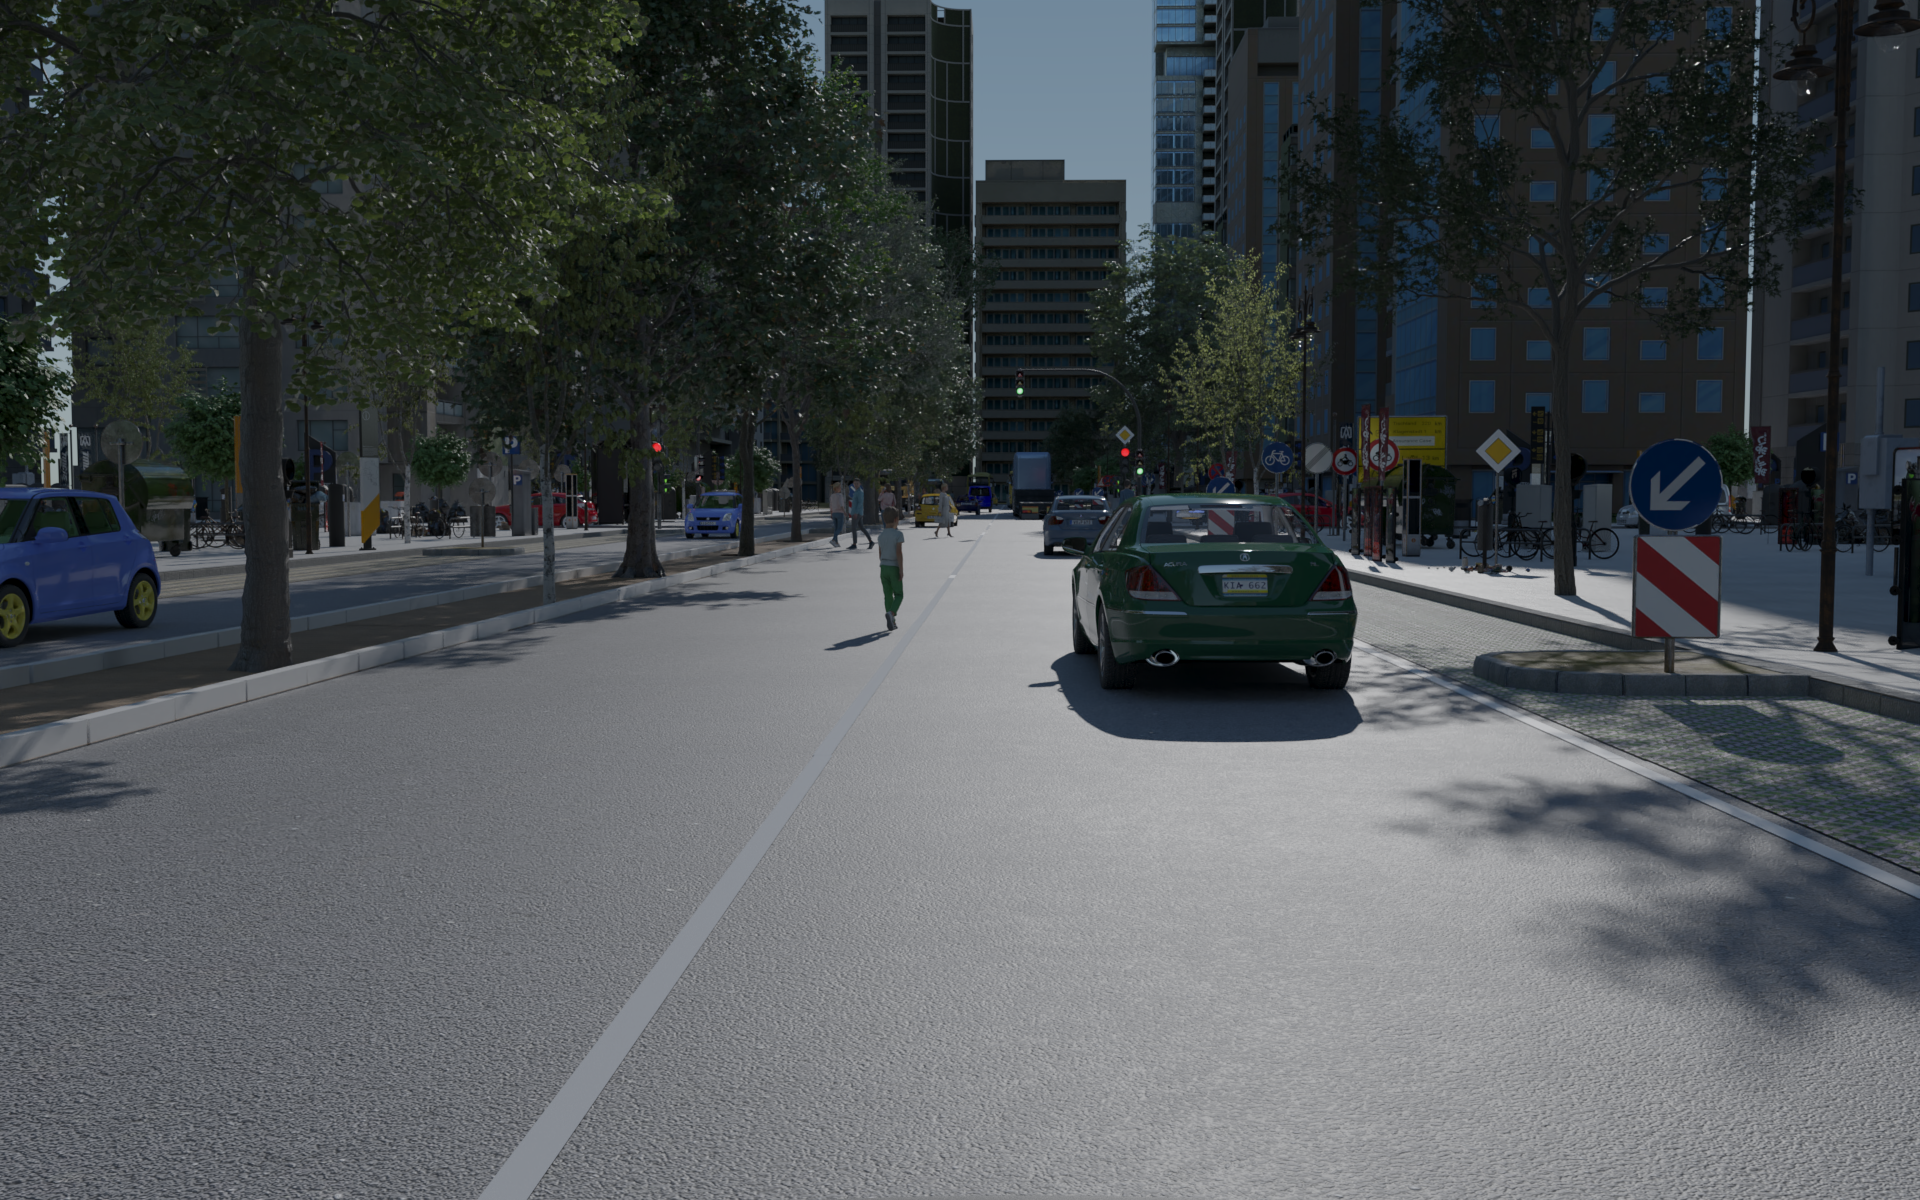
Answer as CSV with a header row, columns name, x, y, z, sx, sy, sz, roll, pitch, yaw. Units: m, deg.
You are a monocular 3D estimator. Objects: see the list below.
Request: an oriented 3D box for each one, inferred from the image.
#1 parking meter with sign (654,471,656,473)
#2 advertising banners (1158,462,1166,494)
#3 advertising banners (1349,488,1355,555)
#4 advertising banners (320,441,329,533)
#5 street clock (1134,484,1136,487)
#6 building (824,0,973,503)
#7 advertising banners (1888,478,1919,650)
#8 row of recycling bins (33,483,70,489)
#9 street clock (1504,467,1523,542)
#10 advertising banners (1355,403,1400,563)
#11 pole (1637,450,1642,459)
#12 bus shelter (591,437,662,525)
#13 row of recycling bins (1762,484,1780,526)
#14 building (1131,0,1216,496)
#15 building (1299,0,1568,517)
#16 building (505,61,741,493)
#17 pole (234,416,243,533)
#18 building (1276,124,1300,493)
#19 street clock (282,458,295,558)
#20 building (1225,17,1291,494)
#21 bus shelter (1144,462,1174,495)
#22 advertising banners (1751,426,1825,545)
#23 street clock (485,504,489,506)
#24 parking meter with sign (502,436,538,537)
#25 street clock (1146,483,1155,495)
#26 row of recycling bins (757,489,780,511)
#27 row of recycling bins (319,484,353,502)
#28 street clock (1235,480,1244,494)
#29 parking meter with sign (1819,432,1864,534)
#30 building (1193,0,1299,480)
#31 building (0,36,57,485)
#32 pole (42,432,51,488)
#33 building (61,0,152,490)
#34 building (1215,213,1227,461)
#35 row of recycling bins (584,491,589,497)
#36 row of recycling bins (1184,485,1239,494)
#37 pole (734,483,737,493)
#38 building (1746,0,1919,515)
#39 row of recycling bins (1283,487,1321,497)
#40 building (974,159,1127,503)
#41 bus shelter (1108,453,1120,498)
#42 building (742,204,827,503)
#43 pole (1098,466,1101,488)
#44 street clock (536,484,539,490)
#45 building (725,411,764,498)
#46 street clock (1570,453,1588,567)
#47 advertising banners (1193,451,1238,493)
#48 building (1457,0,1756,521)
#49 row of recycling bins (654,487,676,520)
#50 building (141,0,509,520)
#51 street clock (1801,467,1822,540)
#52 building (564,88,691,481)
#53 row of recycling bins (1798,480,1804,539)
name,x,y,z,sx,sy,sz,roll,pitch,yaw
parking meter with sign,-26.267,-9.154,145.930,0.543,3.016,1.738,0,4,4
advertising banners,11.733,-6.042,94.979,2.074,3.025,0.090,-1,4,-21
advertising banners,8.412,-2.411,35.614,0.090,3.025,2.074,0,4,-7
advertising banners,-21.287,-3.787,58.101,0.090,3.025,2.074,-1,4,-12
street clock,12.767,-7.389,125.386,0.471,2.002,0.358,0,4,-1
building,-8.513,-49.842,253.174,20.611,71.187,20.563,0,4,2
advertising banners,8.511,-1.132,14.700,2.074,3.025,0.090,-2,4,-34
row of recycling bins,-34.286,-3.478,63.982,3.534,1.692,1.069,1,4,22
street clock,14.889,-2.574,46.659,0.471,2.002,0.358,-2,4,-28
advertising banners,7.961,-2.248,32.936,0.090,3.025,2.074,0,4,-6
pole,31.660,-5.318,80.798,0.158,3.312,0.155,0,3,0
bus shelter,-14.322,-5.099,74.646,1.731,3.624,6.357,0,4,2
row of recycling bins,34.258,-3.910,71.037,3.534,1.692,1.069,-2,4,-31
building,39.688,-57.486,252.575,31.000,86.520,22.319,0,4,2
building,30.624,-28.476,115.686,14.600,45.320,14.200,0,4,2
building,-38.022,-36.193,181.001,28.713,52.752,27.495,0,4,2
pole,-18.893,-3.152,45.381,0.158,3.312,0.155,0,3,0
building,32.196,-22.417,138.214,14.160,30.474,14.107,0,4,2
street clock,-13.502,-1.841,34.676,0.358,2.002,0.471,0,4,2
building,33.101,-31.460,164.475,14.600,45.320,14.200,0,4,2
bus shelter,12.936,-7.202,111.678,2.014,3.302,5.546,0,4,2
advertising banners,21.114,-2.926,44.035,0.090,3.025,2.074,-3,5,-43
street clock,-24.139,-5.127,88.391,0.358,2.002,0.471,3,5,44
parking meter with sign,-13.406,-3.470,52.992,0.543,3.016,1.738,0,4,6
street clock,10.946,-5.798,99.369,0.471,2.002,0.358,2,4,35
row of recycling bins,-14.391,-7.556,130.661,1.069,1.692,3.534,1,4,12
row of recycling bins,-27.414,-4.031,73.014,3.534,1.692,1.069,-2,4,-31
street clock,14.682,-5.302,91.263,0.471,2.002,0.358,2,4,34
parking meter with sign,24.476,-3.161,47.948,0.543,3.016,1.738,0,4,-3
building,37.953,-46.313,195.469,20.563,71.187,20.611,0,4,2
building,-67.214,-33.755,93.895,28.212,58.520,21.231,0,4,2
pole,-29.934,-3.851,56.803,0.158,3.312,0.155,0,3,0
building,-42.268,-32.508,120.748,28.713,52.752,27.495,0,4,2
building,33.351,-24.943,179.516,14.160,30.474,14.107,0,4,2
row of recycling bins,-32.433,-8.542,146.772,3.534,1.692,1.069,1,4,19
row of recycling bins,12.588,-4.860,86.568,3.534,1.692,1.069,-3,4,-37
pole,-14.936,-7.433,115.378,0.158,3.312,0.155,0,3,0
building,61.256,-33.746,93.745,28.212,58.520,21.231,0,4,2
row of recycling bins,20.273,-6.023,105.581,3.534,1.692,1.069,2,4,27
building,12.980,-38.507,253.297,21.600,48.544,21.300,0,4,2
bus shelter,12.764,-9.957,140.430,2.179,5.291,8.768,0,4,2
building,-33.688,-36.735,255.236,28.867,44.769,22.147,0,4,2
pole,10.089,-8.047,125.405,0.158,3.312,0.155,0,3,0
street clock,-26.639,-6.382,108.908,0.358,2.002,0.471,0,4,4
building,-30.414,-26.319,202.018,14.107,30.474,14.160,0,4,2
street clock,10.822,-1.594,30.633,0.471,2.002,0.358,2,4,28
advertising banners,10.312,-4.533,70.300,2.074,3.025,0.090,2,4,33
building,30.634,-26.833,88.835,14.200,45.320,14.600,0,4,2
row of recycling bins,-14.978,-4.949,88.028,1.069,1.692,3.534,-1,4,-15
building,-33.166,-24.962,91.718,14.154,41.232,14.086,0,4,2
street clock,22.699,-2.549,46.242,0.358,2.002,0.471,-2,4,-25
building,-34.321,-43.918,156.308,20.563,71.187,20.611,0,4,2
row of recycling bins,25.645,-2.604,49.691,3.534,1.692,1.069,1,4,11
